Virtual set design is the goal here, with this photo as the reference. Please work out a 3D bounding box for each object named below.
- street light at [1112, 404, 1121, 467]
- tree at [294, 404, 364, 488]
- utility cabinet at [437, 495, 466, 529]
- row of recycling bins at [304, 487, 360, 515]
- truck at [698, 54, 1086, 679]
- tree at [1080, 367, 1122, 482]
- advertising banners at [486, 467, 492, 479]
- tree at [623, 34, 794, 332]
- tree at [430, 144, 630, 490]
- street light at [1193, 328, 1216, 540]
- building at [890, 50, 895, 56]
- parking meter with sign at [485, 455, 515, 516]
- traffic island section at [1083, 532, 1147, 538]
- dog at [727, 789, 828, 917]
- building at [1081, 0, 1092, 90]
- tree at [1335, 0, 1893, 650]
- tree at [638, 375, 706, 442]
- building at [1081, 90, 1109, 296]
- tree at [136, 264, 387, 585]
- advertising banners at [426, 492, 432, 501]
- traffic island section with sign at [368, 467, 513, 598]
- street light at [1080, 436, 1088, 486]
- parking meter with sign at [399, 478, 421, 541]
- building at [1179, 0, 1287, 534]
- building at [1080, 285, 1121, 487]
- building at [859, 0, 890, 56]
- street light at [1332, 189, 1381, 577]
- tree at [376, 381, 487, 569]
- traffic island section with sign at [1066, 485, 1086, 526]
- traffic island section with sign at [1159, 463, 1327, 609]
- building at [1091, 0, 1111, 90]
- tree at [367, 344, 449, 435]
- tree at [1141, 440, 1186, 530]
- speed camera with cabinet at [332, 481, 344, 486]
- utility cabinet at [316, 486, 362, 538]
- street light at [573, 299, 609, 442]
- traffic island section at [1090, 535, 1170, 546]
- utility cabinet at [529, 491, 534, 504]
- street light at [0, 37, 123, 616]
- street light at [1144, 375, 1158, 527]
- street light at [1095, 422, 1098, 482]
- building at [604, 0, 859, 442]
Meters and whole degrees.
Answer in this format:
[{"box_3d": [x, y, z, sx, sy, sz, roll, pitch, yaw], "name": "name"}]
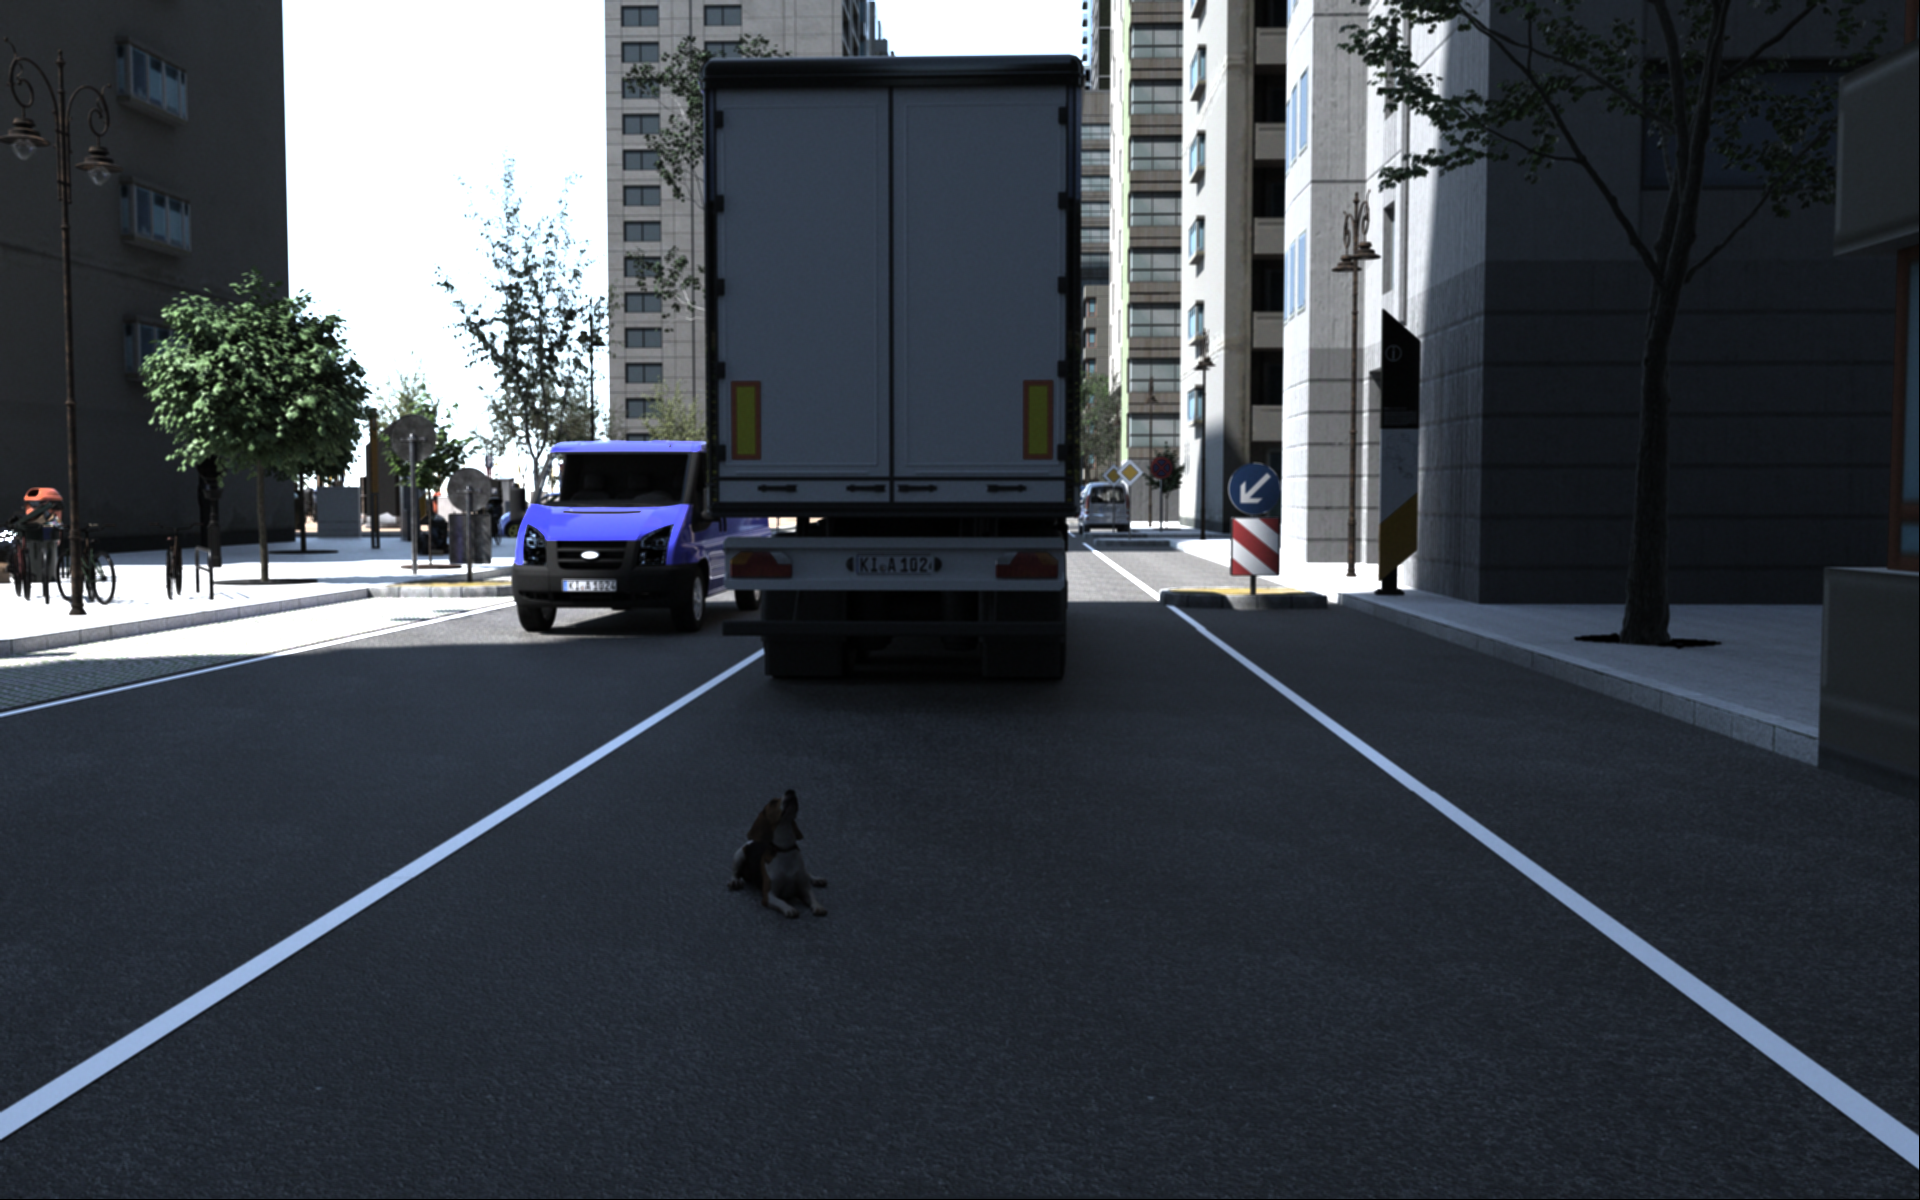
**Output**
[{"box_3d": [8.051, -7.088, 88.669, 0.468, 5.910, 1.993, 0, 4, 2], "name": "street light"}, {"box_3d": [-27.909, -7.367, 70.815, 4.737, 8.622, 4.395, 0, 3, 0], "name": "tree"}, {"box_3d": [-18.763, -3.228, 63.944, 1.020, 1.237, 0.306, 1, 4, 14], "name": "utility cabinet"}, {"box_3d": [-37.954, -5.982, 104.917, 3.534, 1.692, 1.069, -2, 4, -30], "name": "row of recycling bins"}, {"box_3d": [-0.169, -1.700, 16.716, 2.839, 4.237, 11.283, 0, 4, 3], "name": "truck"}, {"box_3d": [8.308, -9.120, 99.480, 4.360, 8.622, 3.978, 0, 3, 0], "name": "tree"}, {"box_3d": [-28.807, -6.850, 108.181, 2.074, 3.025, 0.090, 2, 4, 27], "name": "advertising banners"}, {"box_3d": [-7.391, -13.081, 69.770, 12.611, 20.169, 13.585, 0, 3, 0], "name": "tree"}, {"box_3d": [-8.994, -5.277, 36.643, 4.360, 8.622, 3.978, 0, 3, 0], "name": "tree"}, {"box_3d": [6.821, -4.628, 48.455, 0.468, 5.910, 1.993, 0, 4, 2], "name": "street light"}, {"box_3d": [-15.491, -34.896, 194.254, 21.300, 48.544, 21.600, 0, 4, 2], "name": "building"}, {"box_3d": [-20.376, -4.982, 77.709, 1.738, 3.016, 0.543, 1, 4, 15], "name": "parking meter with sign"}, {"box_3d": [5.075, -2.122, 56.979, 2.009, 0.180, 2.903, 0, 4, 2], "name": "traffic island section"}, {"box_3d": [-0.600, 0.854, 6.237, 0.550, 0.427, 0.748, 1, 4, 22], "name": "dog"}, {"box_3d": [25.379, -57.447, 251.933, 22.319, 86.520, 31.000, 0, 4, 2], "name": "building"}, {"box_3d": [6.015, -5.423, 14.427, 9.928, 11.665, 9.643, 0, 3, 0], "name": "tree"}, {"box_3d": [-17.943, -9.658, 108.273, 4.737, 8.622, 4.395, 0, 3, 0], "name": "tree"}, {"box_3d": [19.117, -30.268, 178.477, 14.154, 41.232, 14.086, 0, 4, 2], "name": "building"}, {"box_3d": [-10.069, -2.522, 24.953, 4.285, 4.588, 4.351, 0, 3, 0], "name": "tree"}, {"box_3d": [-27.690, -5.713, 89.594, 0.090, 3.025, 2.074, 0, 4, 1], "name": "advertising banners"}, {"box_3d": [-7.119, -0.981, 24.674, 1.989, 1.847, 2.006, 0, 4, 2], "name": "traffic island section with sign"}, {"box_3d": [9.520, -9.711, 131.556, 0.468, 5.910, 1.993, 0, 4, 2], "name": "street light"}, {"box_3d": [-15.202, -3.148, 47.724, 0.543, 3.016, 1.738, -2, 4, -27], "name": "parking meter with sign"}, {"box_3d": [19.371, -26.996, 65.080, 21.600, 48.544, 21.300, 0, 4, 2], "name": "building"}, {"box_3d": [24.605, -19.107, 157.439, 27.650, 21.520, 28.899, 0, 4, 2], "name": "building"}, {"box_3d": [-17.452, -33.560, 168.309, 23.786, 49.044, 30.456, 0, 4, 2], "name": "building"}, {"box_3d": [6.070, -3.297, 26.690, 0.468, 5.910, 1.993, 0, 4, 2], "name": "street light"}, {"box_3d": [-9.290, -2.159, 29.907, 1.663, 3.219, 1.824, 0, 3, 0], "name": "tree"}, {"box_3d": [5.484, -4.346, 79.686, 1.989, 1.847, 2.006, 0, 4, 2], "name": "traffic island section with sign"}, {"box_3d": [3.639, -0.857, 22.643, 1.989, 1.847, 2.006, 0, 4, 2], "name": "traffic island section with sign"}, {"box_3d": [23.167, -46.270, 194.764, 20.563, 71.187, 20.611, 0, 4, 2], "name": "building"}, {"box_3d": [-27.026, -8.182, 84.131, 4.737, 8.622, 4.395, 0, 3, 0], "name": "tree"}, {"box_3d": [7.327, -4.149, 62.442, 1.663, 3.219, 1.824, 0, 3, 0], "name": "tree"}, {"box_3d": [-41.835, -7.575, 118.192, 2.038, 3.252, 0.660, 1, 4, 11], "name": "speed camera with cabinet"}, {"box_3d": [-17.974, -2.537, 50.155, 1.173, 1.500, 0.318, 0, 4, -4], "name": "utility cabinet"}, {"box_3d": [-8.631, -4.152, 40.671, 0.468, 5.910, 1.993, 0, 4, 2], "name": "street light"}, {"box_3d": [4.817, -1.634, 48.998, 2.009, 0.180, 2.903, 0, 4, 2], "name": "traffic island section"}, {"box_3d": [-28.943, -6.741, 118.901, 1.173, 1.500, 0.318, -1, 4, -20], "name": "utility cabinet"}, {"box_3d": [-9.356, -2.777, 18.186, 0.468, 5.910, 1.993, 0, 4, 2], "name": "street light"}, {"box_3d": [7.397, -5.774, 67.199, 0.468, 5.910, 1.993, 0, 4, 2], "name": "street light"}, {"box_3d": [8.685, -8.411, 110.312, 0.468, 5.910, 1.993, 0, 4, 2], "name": "street light"}, {"box_3d": [-16.632, -43.049, 142.108, 20.563, 71.187, 20.611, 0, 4, 2], "name": "building"}]
